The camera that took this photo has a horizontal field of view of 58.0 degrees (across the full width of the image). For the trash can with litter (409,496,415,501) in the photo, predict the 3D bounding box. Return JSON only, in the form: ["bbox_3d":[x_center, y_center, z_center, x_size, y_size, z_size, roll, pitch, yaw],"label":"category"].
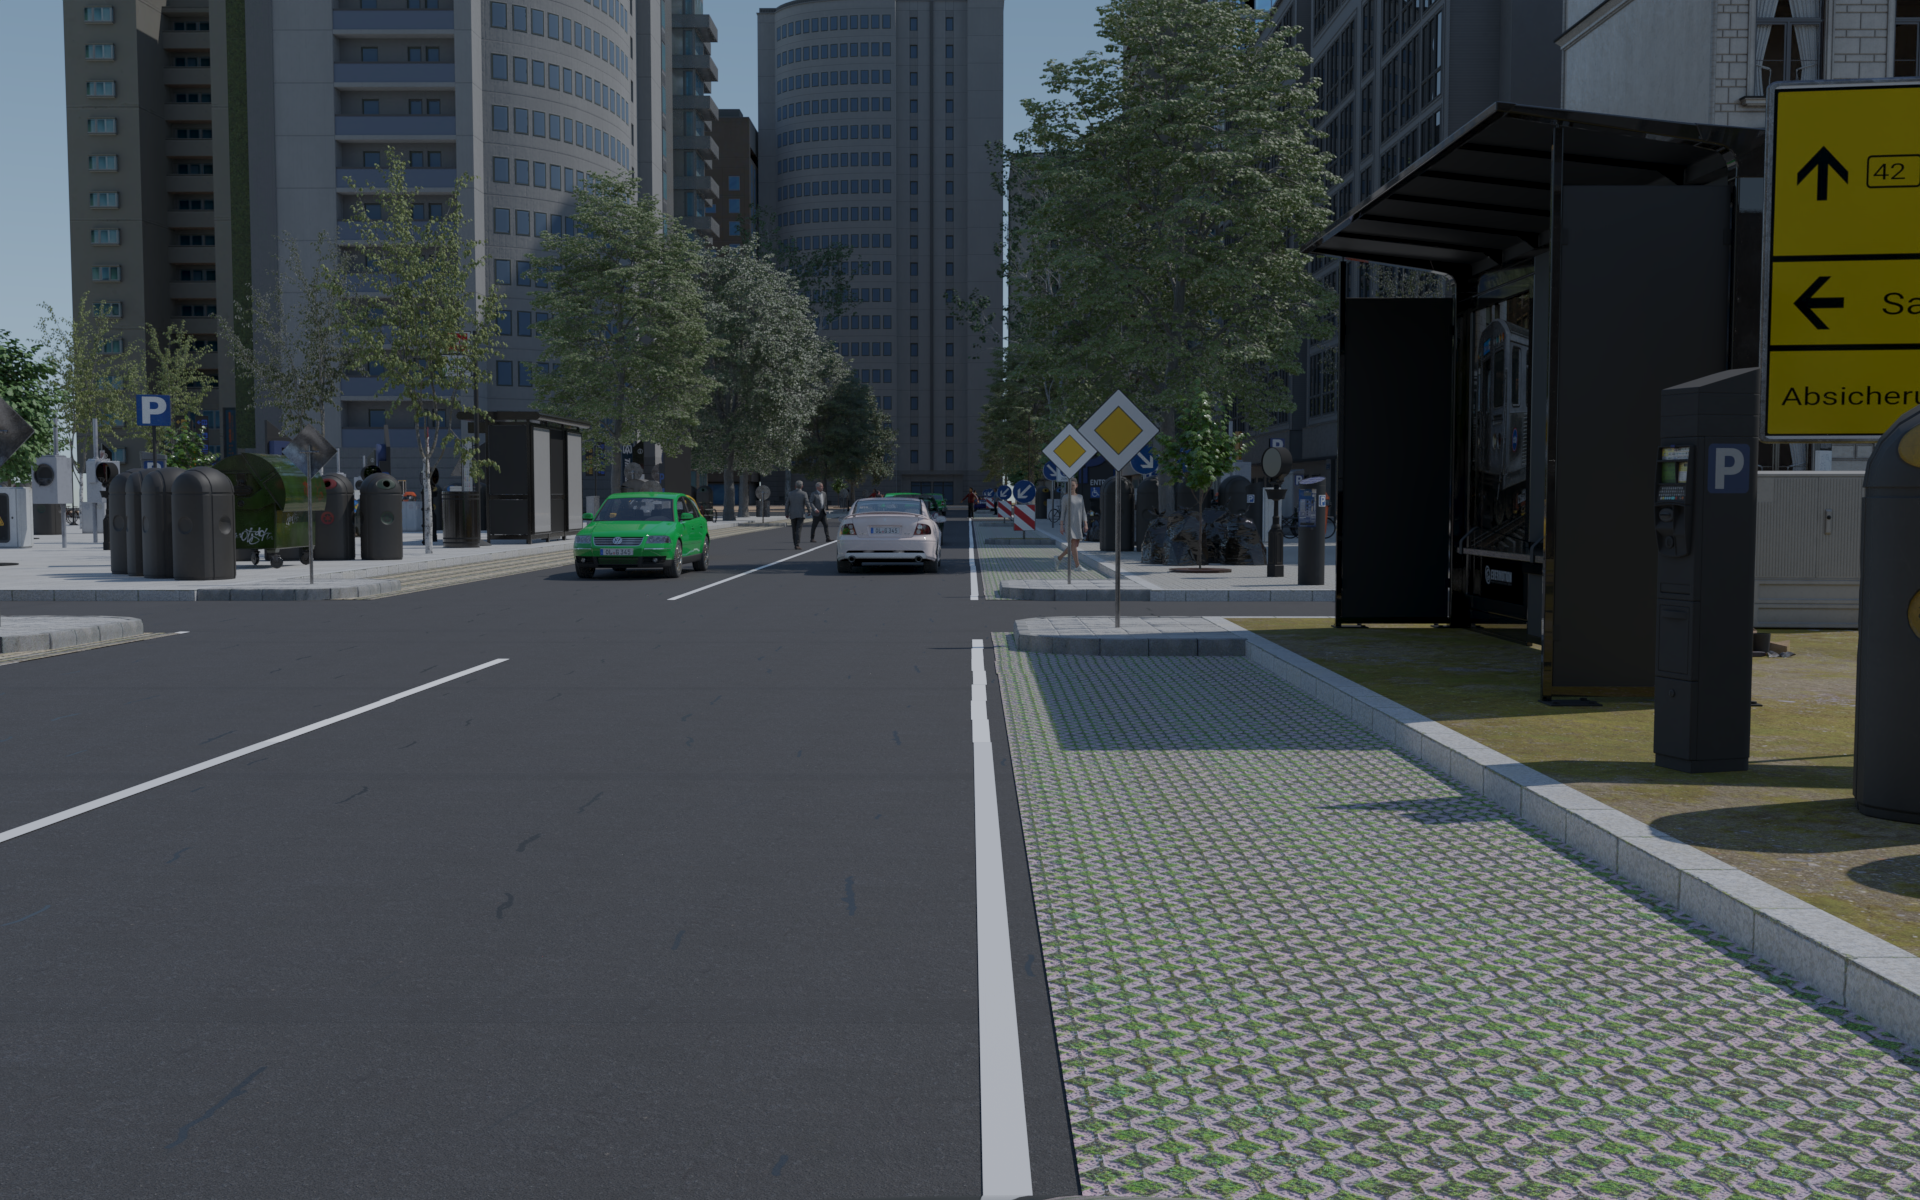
[{"bbox_3d":[-22.174,-3.601,69.931,1.678,1.210,2.233,-2,4,-26],"label":"trash can with litter"}]

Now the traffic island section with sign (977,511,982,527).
[{"bbox_3d":[1.844,-4.144,76.381,1.989,1.847,2.006,0,4,0],"label":"traffic island section with sign"}]

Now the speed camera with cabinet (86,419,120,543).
[{"bbox_3d":[-21.965,-3.113,45.228,2.038,3.252,0.660,2,4,32],"label":"speed camera with cabinet"}]

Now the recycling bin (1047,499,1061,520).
[{"bbox_3d":[4.829,-4.551,86.955,0.722,1.027,0.722,2,4,26],"label":"recycling bin"}]

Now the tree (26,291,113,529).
[{"bbox_3d":[-32.241,-6.929,63.644,4.737,8.622,4.395,0,3,0],"label":"tree"}]

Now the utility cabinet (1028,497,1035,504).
[{"bbox_3d":[4.303,-5.357,96.273,0.318,1.500,1.173,3,5,43],"label":"utility cabinet"}]

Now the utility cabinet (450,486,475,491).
[{"bbox_3d":[-13.935,-2.454,48.796,0.318,1.500,1.173,-3,5,-43],"label":"utility cabinet"}]

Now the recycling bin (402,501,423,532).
[{"bbox_3d":[-18.695,-2.851,59.166,0.722,1.027,0.722,1,4,16],"label":"recycling bin"}]

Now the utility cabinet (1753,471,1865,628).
[{"bbox_3d":[8.076,-0.474,16.437,1.173,1.500,0.318,0,4,6],"label":"utility cabinet"}]

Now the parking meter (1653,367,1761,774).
[{"bbox_3d":[3.457,-0.143,8.046,0.399,1.863,0.255,-1,4,-16],"label":"parking meter"}]

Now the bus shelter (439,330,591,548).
[{"bbox_3d":[-11.677,-4.136,45.252,2.179,5.291,8.768,0,4,0],"label":"bus shelter"}]

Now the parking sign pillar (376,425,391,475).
[{"bbox_3d":[-22.194,-4.788,66.757,1.447,3.967,1.447,-1,4,-22],"label":"parking sign pillar"}]

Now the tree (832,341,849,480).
[{"bbox_3d":[-12.057,-11.555,95.574,9.857,13.997,8.962,0,3,0],"label":"tree"}]

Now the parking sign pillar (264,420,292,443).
[{"bbox_3d":[-24.740,-4.587,63.466,1.447,3.967,1.447,2,4,35],"label":"parking sign pillar"}]

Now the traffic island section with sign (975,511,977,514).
[{"bbox_3d":[2.093,-7.203,126.397,1.989,1.847,2.006,0,4,0],"label":"traffic island section with sign"}]

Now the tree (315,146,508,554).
[{"bbox_3d":[-11.413,-5.289,36.842,4.737,8.622,4.395,0,3,0],"label":"tree"}]

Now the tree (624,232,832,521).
[{"bbox_3d":[-11.293,-10.816,83.504,9.857,13.997,8.962,0,3,0],"label":"tree"}]

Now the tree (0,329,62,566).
[{"bbox_3d":[-17.642,-2.891,30.988,4.285,4.588,4.351,0,3,0],"label":"tree"}]

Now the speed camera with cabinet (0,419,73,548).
[{"bbox_3d":[-22.213,-2.865,41.172,2.038,3.252,0.660,1,4,9],"label":"speed camera with cabinet"}]

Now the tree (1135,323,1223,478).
[{"bbox_3d":[9.371,-7.498,72.954,4.360,8.622,3.978,0,3,0],"label":"tree"}]

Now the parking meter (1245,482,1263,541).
[{"bbox_3d":[6.020,-1.658,35.515,0.372,1.533,0.369,0,3,0],"label":"parking meter"}]

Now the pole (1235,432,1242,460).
[{"bbox_3d":[9.076,-3.835,56.540,0.158,3.312,0.155,0,3,0],"label":"pole"}]

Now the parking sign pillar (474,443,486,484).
[{"bbox_3d":[-19.372,-5.077,71.484,1.447,3.967,1.447,-1,4,-10],"label":"parking sign pillar"}]

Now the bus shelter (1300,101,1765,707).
[{"bbox_3d":[4.084,-1.360,13.513,1.731,3.624,6.357,0,4,0],"label":"bus shelter"}]

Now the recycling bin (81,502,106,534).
[{"bbox_3d":[-28.184,-2.686,56.469,0.722,1.027,0.722,-1,4,-17],"label":"recycling bin"}]

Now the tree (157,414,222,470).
[{"bbox_3d":[-18.599,-2.896,41.944,1.663,3.219,1.824,0,3,0],"label":"tree"}]

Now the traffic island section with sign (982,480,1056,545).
[{"bbox_3d":[1.703,-2.495,49.426,1.989,1.847,2.006,0,4,0],"label":"traffic island section with sign"}]

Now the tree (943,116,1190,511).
[{"bbox_3d":[5.552,-14.040,85.439,12.611,20.169,13.585,0,3,0],"label":"tree"}]

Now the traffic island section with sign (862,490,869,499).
[{"bbox_3d":[-8.295,-8.862,153.527,1.989,1.847,2.006,0,4,0],"label":"traffic island section with sign"}]

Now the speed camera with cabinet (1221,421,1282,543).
[{"bbox_3d":[7.798,-3.184,46.396,0.660,3.252,2.038,-2,4,-26],"label":"speed camera with cabinet"}]

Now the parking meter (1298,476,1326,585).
[{"bbox_3d":[4.965,-0.981,24.449,0.372,1.533,0.369,0,3,0],"label":"parking meter"}]

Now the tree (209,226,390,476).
[{"bbox_3d":[-17.626,-5.905,46.904,4.360,8.622,3.978,0,3,0],"label":"tree"}]

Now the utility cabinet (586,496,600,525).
[{"bbox_3d":[-12.857,-3.027,60.646,0.306,1.237,1.020,0,4,-2],"label":"utility cabinet"}]

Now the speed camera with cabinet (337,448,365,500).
[{"bbox_3d":[-26.719,-4.974,75.653,0.660,3.252,2.038,2,4,29],"label":"speed camera with cabinet"}]

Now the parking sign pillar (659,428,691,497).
[{"bbox_3d":[-11.634,-5.030,70.718,1.447,3.967,1.447,-3,5,-44],"label":"parking sign pillar"}]

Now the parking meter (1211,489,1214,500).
[{"bbox_3d":[12.879,-4.939,89.158,0.372,1.533,0.369,0,3,0],"label":"parking meter"}]

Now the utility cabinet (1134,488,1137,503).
[{"bbox_3d":[6.984,-3.666,68.624,0.318,1.500,1.173,-1,4,-18],"label":"utility cabinet"}]

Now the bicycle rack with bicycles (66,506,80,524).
[{"bbox_3d":[-38.553,-3.763,74.906,2.852,0.926,2.925,1,4,21],"label":"bicycle rack with bicycles"}]

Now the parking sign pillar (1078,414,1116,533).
[{"bbox_3d":[4.597,-4.239,57.775,1.447,3.967,1.447,2,4,30],"label":"parking sign pillar"}]

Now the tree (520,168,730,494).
[{"bbox_3d":[-11.789,-8.740,61.033,7.486,12.596,7.792,0,3,0],"label":"tree"}]

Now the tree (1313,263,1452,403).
[{"bbox_3d":[11.609,-5.831,45.697,4.360,8.622,3.978,0,3,0],"label":"tree"}]

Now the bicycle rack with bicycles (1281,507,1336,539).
[{"bbox_3d":[9.458,-2.256,50.270,2.925,0.926,2.852,2,4,24],"label":"bicycle rack with bicycles"}]

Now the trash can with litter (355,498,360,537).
[{"bbox_3d":[-17.789,-2.424,51.024,0.624,1.170,1.055,1,4,20],"label":"trash can with litter"}]

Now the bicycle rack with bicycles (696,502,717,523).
[{"bbox_3d":[-11.847,-3.864,76.561,2.852,0.926,2.925,3,5,39],"label":"bicycle rack with bicycles"}]

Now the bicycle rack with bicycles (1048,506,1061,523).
[{"bbox_3d":[5.400,-3.931,77.648,2.925,0.926,2.852,-1,4,-10],"label":"bicycle rack with bicycles"}]

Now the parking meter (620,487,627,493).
[{"bbox_3d":[-12.514,-3.412,64.204,0.372,1.533,0.369,0,3,0],"label":"parking meter"}]

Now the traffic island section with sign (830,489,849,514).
[{"bbox_3d":[-8.425,-7.207,126.459,1.989,1.847,2.006,0,4,0],"label":"traffic island section with sign"}]

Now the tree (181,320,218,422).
[{"bbox_3d":[-33.315,-7.468,72.465,4.737,8.622,4.395,0,3,0],"label":"tree"}]
